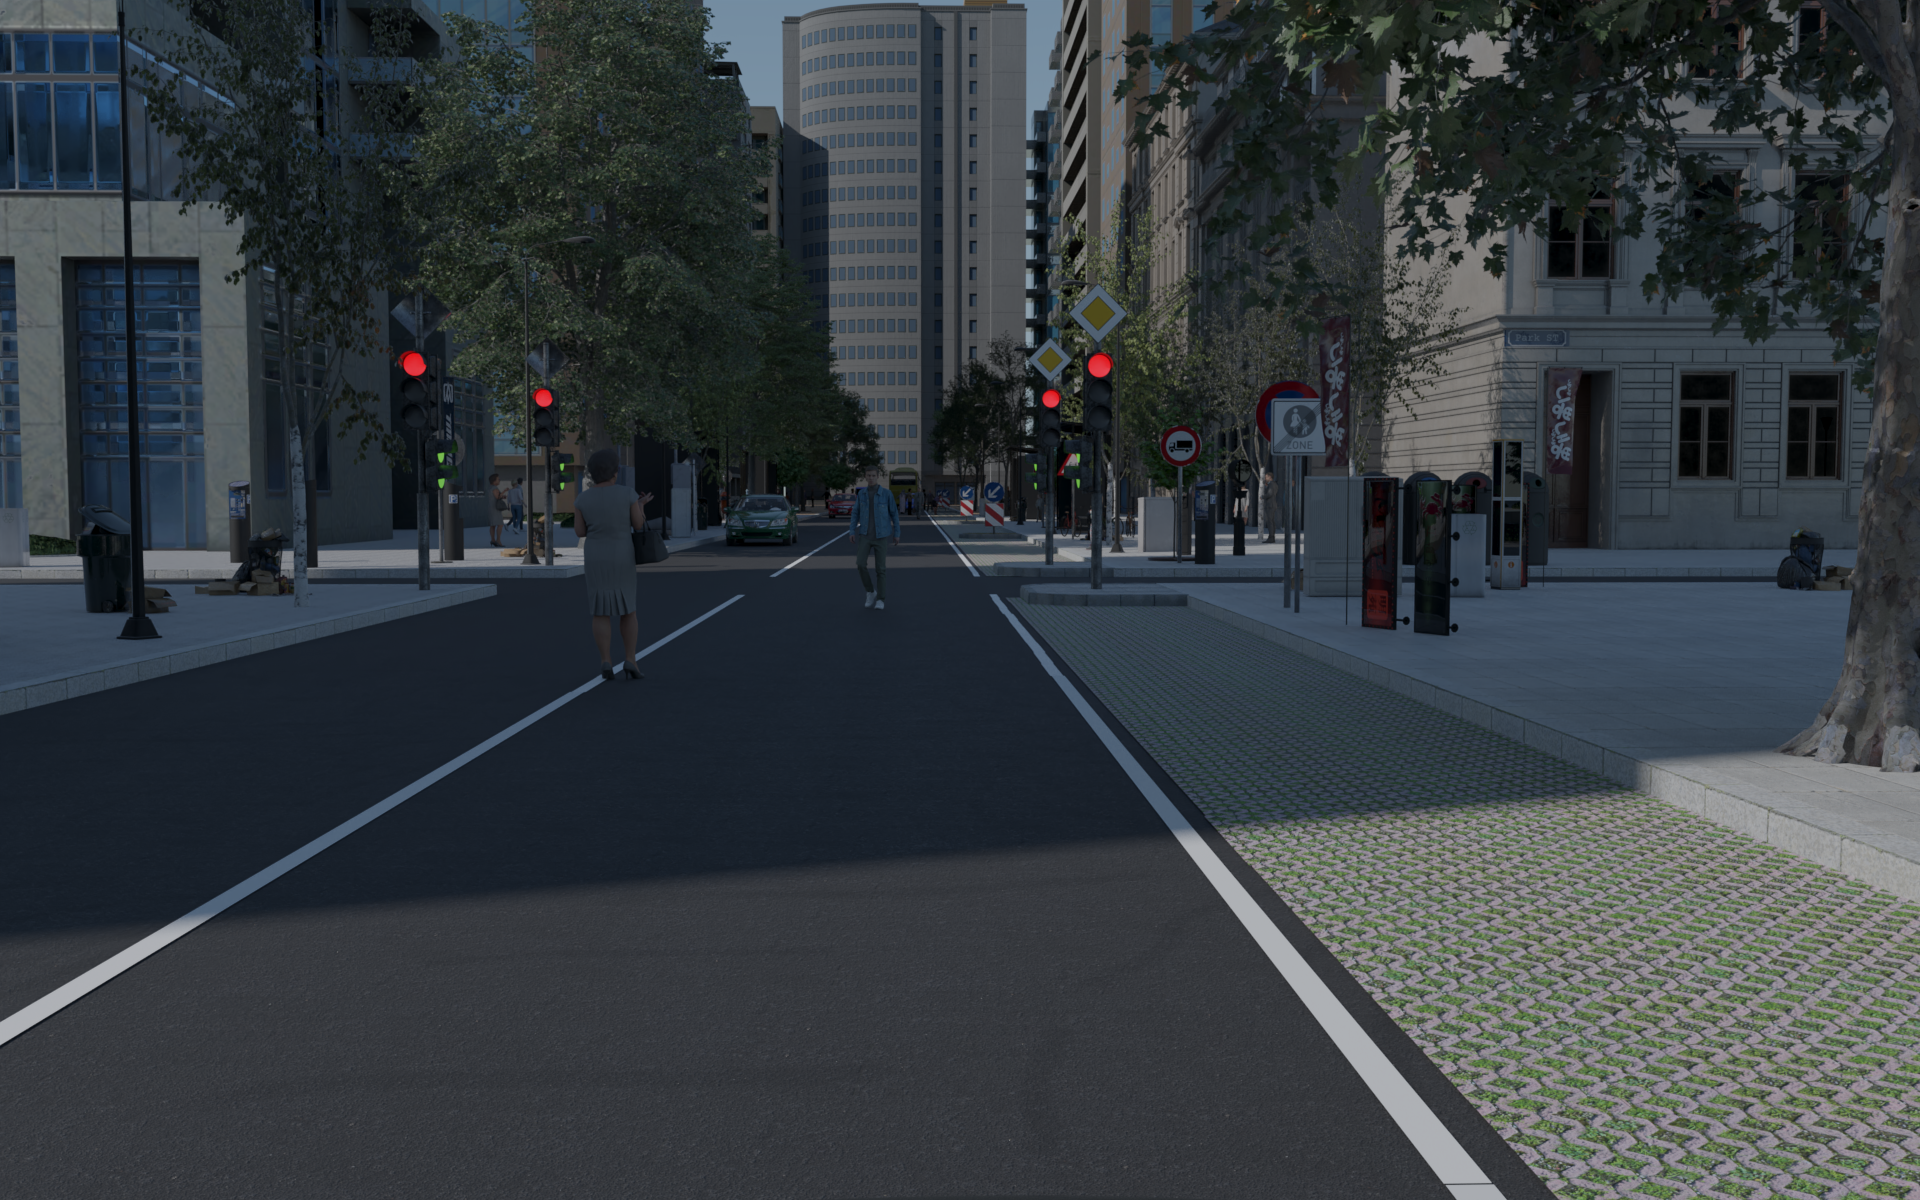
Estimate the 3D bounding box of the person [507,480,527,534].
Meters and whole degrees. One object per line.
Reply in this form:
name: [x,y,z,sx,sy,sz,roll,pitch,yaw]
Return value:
person: [-14.118,-2.963,55.163,0.731,1.740,0.598,0,4,3]

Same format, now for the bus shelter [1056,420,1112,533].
bus shelter: [4.003,-4.105,58.397,1.731,3.624,6.357,0,4,-1]

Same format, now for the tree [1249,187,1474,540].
tree: [8.802,-5.341,37.680,4.360,8.622,3.978,0,3,0]

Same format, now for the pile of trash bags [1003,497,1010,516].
pile of trash bags: [3.466,-5.657,102.250,1.912,1.369,3.447,1,4,9]

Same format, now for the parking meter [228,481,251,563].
parking meter: [-13.435,-1.462,32.320,0.372,1.533,0.369,0,3,0]

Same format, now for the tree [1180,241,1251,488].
tree: [8.453,-6.015,48.703,4.360,8.622,3.978,0,3,0]

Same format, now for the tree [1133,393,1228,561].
tree: [4.077,-2.378,33.490,1.663,3.219,1.824,0,3,0]

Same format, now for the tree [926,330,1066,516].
tree: [2.470,-10.078,99.195,8.767,10.594,7.601,1,4,22]

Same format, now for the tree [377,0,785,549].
tree: [-8.642,-8.186,40.493,9.857,13.997,8.962,0,3,0]

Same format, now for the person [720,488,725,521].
person: [-11.576,-4.719,83.380,0.592,1.802,0.473,0,4,2]

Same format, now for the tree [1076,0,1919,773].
tree: [4.595,-5.557,7.858,9.611,12.733,9.660,0,3,0]

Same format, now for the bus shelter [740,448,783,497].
bus shelter: [-10.018,-5.917,88.029,1.731,3.624,6.357,0,4,-2]

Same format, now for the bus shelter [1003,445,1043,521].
bus shelter: [3.173,-5.848,86.892,1.731,3.624,6.357,0,4,-1]

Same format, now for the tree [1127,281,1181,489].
tree: [7.933,-6.588,58.071,4.360,8.622,3.978,0,3,0]

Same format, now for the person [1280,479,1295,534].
person: [10.615,-3.037,56.041,0.444,1.785,0.601,3,5,41]

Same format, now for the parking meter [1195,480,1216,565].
parking meter: [4.483,-1.422,31.661,0.372,1.533,0.369,0,3,0]

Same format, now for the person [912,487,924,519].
person: [-2.382,-5.500,98.532,0.694,1.812,0.767,1,4,16]

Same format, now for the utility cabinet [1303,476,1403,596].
utility cabinet: [4.921,-0.795,21.674,1.173,1.500,0.318,0,4,-4]

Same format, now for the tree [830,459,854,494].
tree: [-11.553,-10.963,162.963,4.285,4.588,4.351,0,3,0]

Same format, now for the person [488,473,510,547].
person: [-11.177,-2.182,42.082,0.532,1.782,0.716,-2,4,-29]

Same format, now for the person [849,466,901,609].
person: [-1.065,-0.782,21.633,0.601,1.785,0.444,1,4,15]

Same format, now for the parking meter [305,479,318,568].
parking meter: [-11.385,-1.329,30.138,0.372,1.533,0.369,0,3,0]

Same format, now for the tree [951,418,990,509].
tree: [1.207,-11.992,146.438,4.360,8.622,3.978,0,3,0]

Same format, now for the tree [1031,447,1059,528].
tree: [3.649,-4.336,65.497,1.663,3.219,1.824,0,3,0]

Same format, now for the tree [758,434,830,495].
tree: [-9.594,-6.744,93.976,4.285,4.588,4.351,0,3,0]

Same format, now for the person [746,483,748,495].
person: [-9.344,-4.340,77.261,0.793,1.790,0.793,-1,4,-13]

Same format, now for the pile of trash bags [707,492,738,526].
pile of trash bags: [-9.726,-3.752,71.093,1.912,1.369,3.447,0,4,-5]

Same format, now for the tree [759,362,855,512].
tree: [-11.476,-12.265,126.291,9.928,11.665,9.643,0,3,0]

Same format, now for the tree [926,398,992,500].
tree: [0.268,-15.512,179.374,9.928,11.665,9.643,0,3,0]

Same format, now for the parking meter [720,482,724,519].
parking meter: [-11.737,-4.839,84.834,0.255,1.863,0.399,-2,4,-35]

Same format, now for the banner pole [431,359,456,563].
banner pole: [-9.603,-2.588,32.334,0.401,3.779,0.863,1,4,10]

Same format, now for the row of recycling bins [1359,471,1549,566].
row of recycling bins: [8.829,-1.485,31.390,3.534,1.692,1.069,0,4,1]

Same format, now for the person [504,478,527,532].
person: [-15.145,-3.254,59.095,0.795,1.843,0.661,-2,4,-33]

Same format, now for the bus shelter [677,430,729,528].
bus shelter: [-9.989,-4.569,65.983,1.731,3.624,6.357,0,4,-2]

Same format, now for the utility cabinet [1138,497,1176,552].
utility cabinet: [4.448,-1.675,38.541,1.020,1.237,0.306,-2,4,-30]

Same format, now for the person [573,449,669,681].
person: [-2.611,-0.280,13.431,0.716,1.782,0.532,0,4,-2]

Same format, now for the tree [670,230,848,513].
tree: [-8.661,-9.581,74.769,7.486,12.596,7.792,0,3,0]

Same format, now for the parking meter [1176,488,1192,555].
parking meter: [4.708,-1.875,36.373,0.255,1.863,0.399,1,4,22]

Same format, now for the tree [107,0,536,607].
tree: [-7.254,-4.222,19.400,4.360,8.622,3.978,0,3,0]

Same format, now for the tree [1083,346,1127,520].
tree: [7.703,-8.201,84.442,4.360,8.622,3.978,0,3,0]

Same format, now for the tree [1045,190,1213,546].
tree: [3.909,-5.675,43.154,4.737,8.622,4.395,0,3,0]

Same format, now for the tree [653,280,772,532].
tree: [-8.826,-6.644,58.987,4.737,8.622,4.395,0,3,0]

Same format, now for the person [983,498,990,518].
person: [1.553,-5.396,94.500,0.641,1.798,0.478,1,4,18]

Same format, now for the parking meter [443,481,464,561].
parking meter: [-9.779,-1.531,33.442,0.372,1.533,0.369,0,3,0]
